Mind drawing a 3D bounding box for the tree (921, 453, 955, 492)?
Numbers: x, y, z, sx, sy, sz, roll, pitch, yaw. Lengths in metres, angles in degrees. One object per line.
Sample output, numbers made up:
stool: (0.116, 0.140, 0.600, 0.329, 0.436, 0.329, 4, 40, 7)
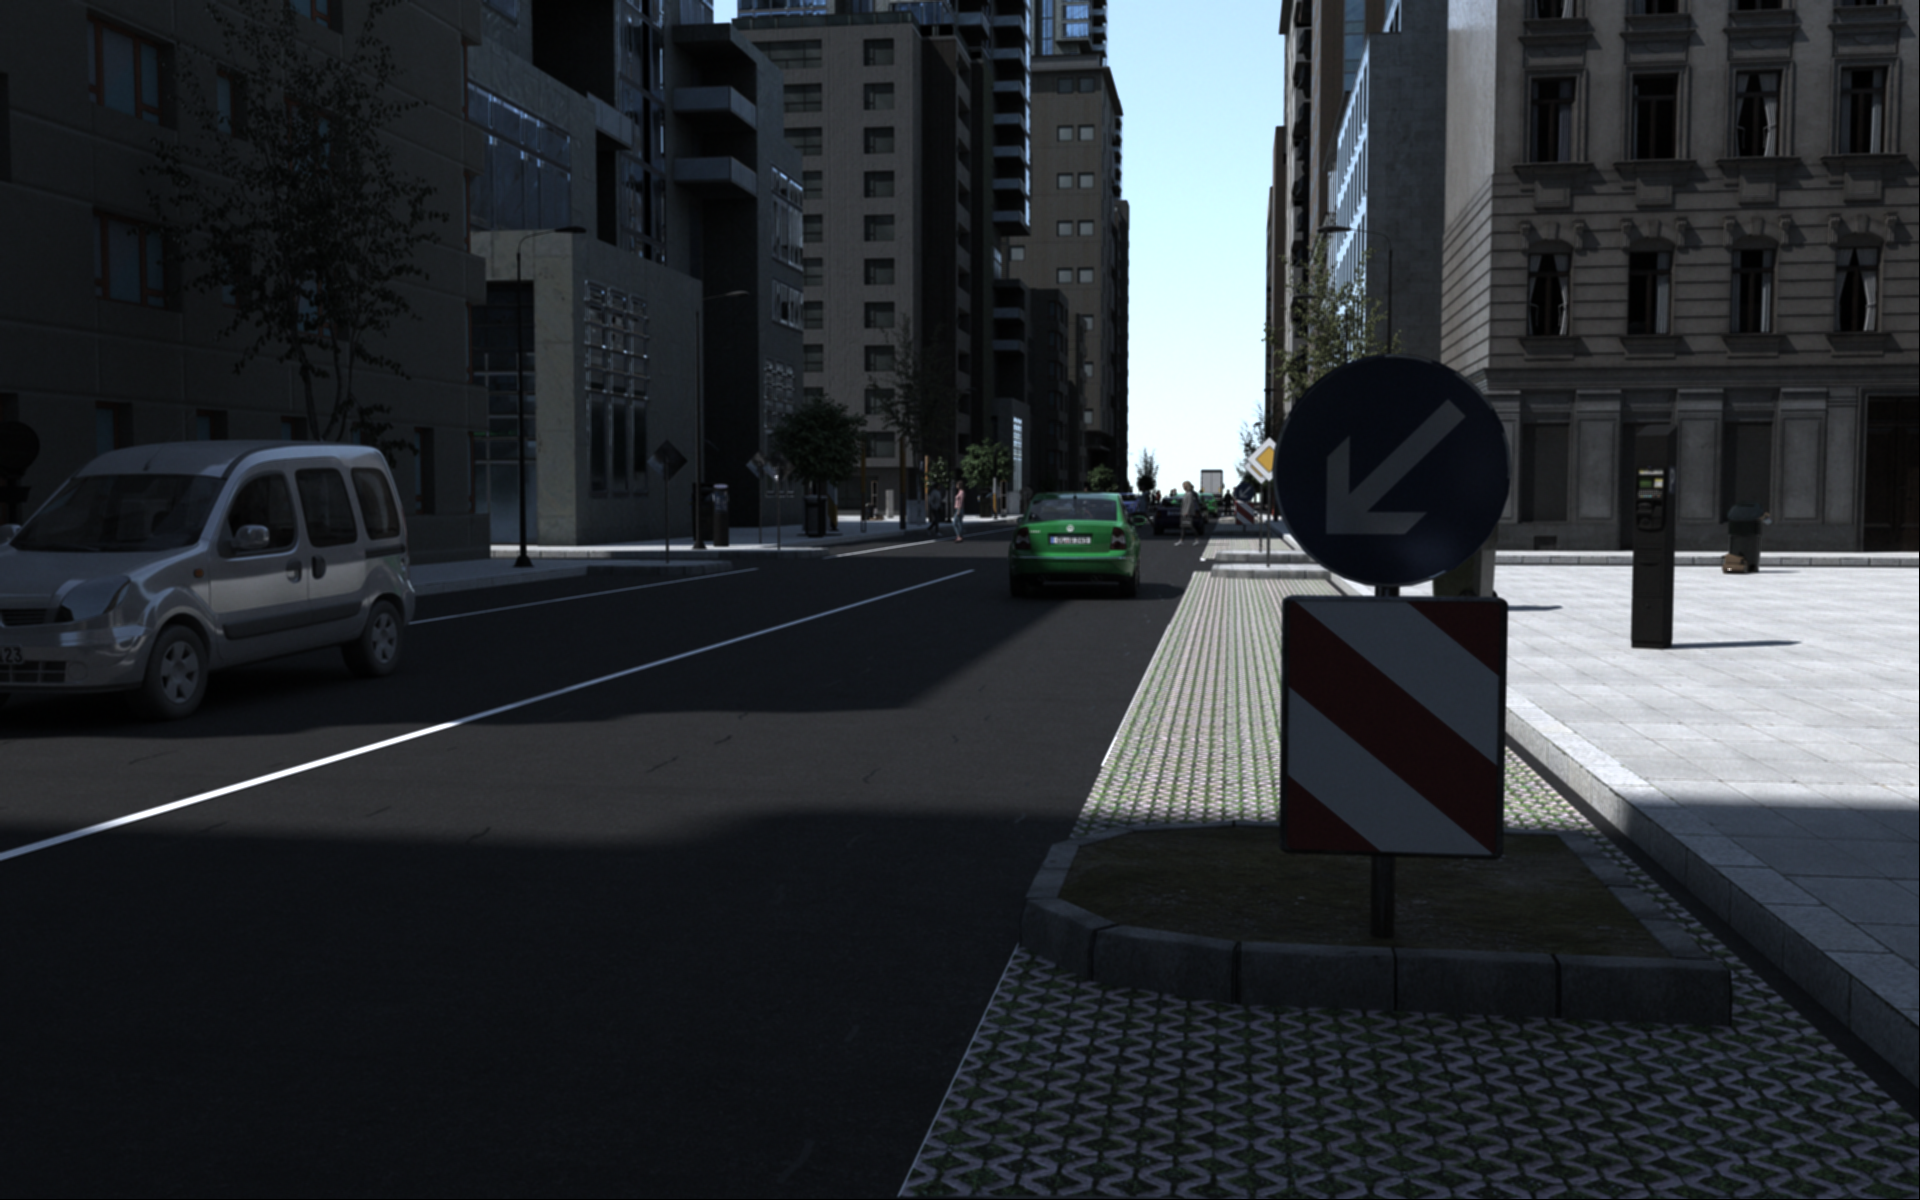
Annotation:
tree: (-1.040, -5.309, 81.396, 1.663, 3.219, 1.824, 0, 3, 0)

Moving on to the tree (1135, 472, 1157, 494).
tree: (27.097, -16.478, 253.125, 4.285, 4.588, 4.351, 0, 3, 0)

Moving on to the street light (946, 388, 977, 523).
street light: (0.053, -6.342, 76.239, 1.470, 5.913, 1.316, 1, 4, 9)

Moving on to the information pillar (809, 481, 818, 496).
information pillar: (-6.632, -4.519, 78.379, 0.304, 2.012, 0.304, -2, 4, -27)

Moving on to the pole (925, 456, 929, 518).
pole: (-1.748, -6.028, 92.393, 0.158, 3.312, 0.155, 0, 3, 0)

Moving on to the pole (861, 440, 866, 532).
pole: (-3.243, -3.933, 58.150, 0.158, 3.312, 0.155, 0, 3, 0)

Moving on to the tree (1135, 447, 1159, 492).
tree: (28.763, -19.238, 264.903, 4.737, 8.622, 4.395, 0, 3, 0)

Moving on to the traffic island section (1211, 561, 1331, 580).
traffic island section: (5.424, -0.494, 30.364, 2.009, 0.180, 2.903, 1, 4, 9)

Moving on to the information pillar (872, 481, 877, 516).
information pillar: (-4.963, -5.877, 100.584, 0.304, 2.012, 0.304, -1, 4, -9)

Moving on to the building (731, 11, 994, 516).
building: (-5.795, -20.583, 108.239, 14.160, 30.474, 14.107, 1, 4, 9)

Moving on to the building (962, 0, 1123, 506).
building: (14.091, -57.748, 256.846, 22.319, 86.520, 31.000, 1, 4, 9)

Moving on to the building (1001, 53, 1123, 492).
building: (4.961, -38.221, 214.157, 28.713, 52.752, 27.495, 1, 4, 9)

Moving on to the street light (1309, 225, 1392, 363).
street light: (6.866, -3.515, 30.013, 1.470, 5.913, 1.316, 1, 4, 9)

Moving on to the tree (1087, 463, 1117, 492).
tree: (14.841, -12.124, 181.943, 4.285, 4.588, 4.351, 0, 3, 0)

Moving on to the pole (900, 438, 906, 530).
pole: (-2.070, -4.207, 62.622, 0.158, 3.312, 0.155, 0, 3, 0)

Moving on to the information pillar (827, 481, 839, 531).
information pillar: (-4.412, -4.199, 60.005, 0.183, 3.616, 0.504, -3, 4, -37)

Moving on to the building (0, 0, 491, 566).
building: (-25.720, -10.841, 22.283, 28.899, 21.520, 27.650, 1, 4, 9)

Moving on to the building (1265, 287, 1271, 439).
building: (49.441, -28.649, 240.119, 14.160, 30.474, 14.107, 1, 4, 9)

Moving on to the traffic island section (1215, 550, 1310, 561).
traffic island section: (6.660, -0.977, 38.254, 2.009, 0.180, 2.903, 1, 4, 9)

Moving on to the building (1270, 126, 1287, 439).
building: (44.033, -33.958, 205.320, 14.600, 45.320, 14.200, 1, 4, 9)

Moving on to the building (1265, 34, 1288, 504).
building: (49.600, -47.890, 221.245, 20.563, 71.187, 20.611, 1, 4, 9)

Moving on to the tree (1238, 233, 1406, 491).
tree: (10.511, -5.997, 48.408, 4.737, 8.622, 4.395, 0, 3, 0)

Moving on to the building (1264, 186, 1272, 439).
building: (56.264, -38.706, 256.539, 21.300, 48.544, 21.600, 1, 4, 9)

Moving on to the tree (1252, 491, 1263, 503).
tree: (44.057, -16.220, 259.798, 1.663, 3.219, 1.824, 0, 3, 0)

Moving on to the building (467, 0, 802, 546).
building: (-18.041, -45.515, 56.845, 22.319, 86.520, 31.000, 1, 4, 9)

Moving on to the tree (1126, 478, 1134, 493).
tree: (20.095, -13.005, 207.236, 1.663, 3.219, 1.824, 0, 3, 0)

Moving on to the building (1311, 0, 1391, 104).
building: (31.677, -28.773, 120.541, 14.600, 45.320, 14.200, 1, 4, 9)

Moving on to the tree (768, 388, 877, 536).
tree: (-4.271, -4.281, 53.700, 4.285, 4.588, 4.351, 0, 3, 0)

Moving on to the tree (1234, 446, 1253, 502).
tree: (43.825, -19.157, 263.582, 4.360, 8.622, 3.978, 0, 3, 0)

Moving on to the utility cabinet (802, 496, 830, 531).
utility cabinet: (-5.033, -3.034, 60.762, 1.020, 1.237, 0.306, -3, 5, -39)

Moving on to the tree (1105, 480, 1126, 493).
tree: (16.380, -11.676, 185.503, 1.663, 3.219, 1.824, 0, 3, 0)

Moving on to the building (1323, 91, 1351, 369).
building: (22.709, -14.294, 82.863, 9.793, 20.994, 18.267, 1, 4, 9)

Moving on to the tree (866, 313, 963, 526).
tree: (-1.670, -7.294, 69.615, 4.360, 8.622, 3.978, 0, 3, 0)

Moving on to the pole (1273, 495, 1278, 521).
pole: (14.816, -5.341, 81.168, 0.158, 3.312, 0.155, 0, 3, 0)

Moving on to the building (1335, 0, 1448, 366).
building: (19.905, -12.855, 64.937, 10.420, 20.320, 16.860, 1, 4, 9)

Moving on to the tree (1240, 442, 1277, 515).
tree: (19.866, -7.643, 108.673, 4.285, 4.588, 4.351, 0, 3, 0)

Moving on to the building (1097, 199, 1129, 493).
building: (15.453, -33.733, 235.122, 14.154, 41.232, 14.086, 1, 4, 9)

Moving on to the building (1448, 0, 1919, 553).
building: (21.373, -11.785, 41.841, 18.267, 20.994, 9.793, 1, 4, 9)

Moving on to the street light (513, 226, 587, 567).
street light: (-7.148, -3.527, 30.206, 1.470, 5.913, 1.316, 1, 4, 9)

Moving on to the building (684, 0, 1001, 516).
building: (-5.149, -50.017, 130.448, 22.319, 86.520, 31.000, 1, 4, 9)

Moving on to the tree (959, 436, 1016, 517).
tree: (1.594, -6.948, 97.308, 4.285, 4.588, 4.351, 0, 3, 0)

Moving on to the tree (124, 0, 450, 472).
tree: (-8.849, -4.479, 23.601, 4.360, 8.622, 3.978, 0, 3, 0)

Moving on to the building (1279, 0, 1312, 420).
building: (45.670, -35.420, 168.355, 28.713, 52.752, 27.495, 1, 4, 9)

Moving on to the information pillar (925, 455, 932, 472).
information pillar: (-1.809, -6.677, 100.515, 0.504, 3.616, 0.183, 3, 4, 38)

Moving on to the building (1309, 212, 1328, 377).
building: (26.151, -14.479, 101.352, 10.561, 19.102, 19.286, 1, 4, 9)

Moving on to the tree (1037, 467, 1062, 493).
tree: (6.310, -7.951, 124.593, 1.663, 3.219, 1.824, 0, 3, 0)

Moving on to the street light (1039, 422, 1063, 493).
street light: (5.690, -8.541, 112.179, 1.470, 5.913, 1.316, 1, 4, 9)

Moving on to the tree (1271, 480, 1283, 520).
tree: (16.598, -5.634, 86.724, 1.663, 3.219, 1.824, 0, 3, 0)

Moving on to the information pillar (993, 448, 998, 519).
information pillar: (1.788, -5.889, 87.636, 0.183, 3.616, 0.504, 1, 4, 13)

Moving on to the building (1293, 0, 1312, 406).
building: (38.809, -29.760, 141.199, 22.147, 44.769, 28.867, 1, 4, 9)

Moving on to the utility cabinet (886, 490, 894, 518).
utility cabinet: (-3.757, -5.115, 92.307, 0.318, 1.500, 1.173, 0, 4, -8)

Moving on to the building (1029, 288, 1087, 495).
building: (-3.106, -19.409, 162.370, 27.650, 21.520, 28.899, 1, 4, 9)

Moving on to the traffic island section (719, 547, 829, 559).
traffic island section: (-4.198, -1.081, 39.954, 2.009, 0.180, 2.903, 1, 4, 9)

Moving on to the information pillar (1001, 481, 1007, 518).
information pillar: (2.383, -5.506, 94.513, 0.304, 2.012, 0.304, 0, 4, -2)

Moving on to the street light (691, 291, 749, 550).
street light: (-5.513, -4.121, 39.915, 1.470, 5.913, 1.316, 1, 4, 9)

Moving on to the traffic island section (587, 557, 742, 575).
traffic island section: (-5.435, -0.598, 32.065, 2.009, 0.180, 2.903, 1, 4, 9)
